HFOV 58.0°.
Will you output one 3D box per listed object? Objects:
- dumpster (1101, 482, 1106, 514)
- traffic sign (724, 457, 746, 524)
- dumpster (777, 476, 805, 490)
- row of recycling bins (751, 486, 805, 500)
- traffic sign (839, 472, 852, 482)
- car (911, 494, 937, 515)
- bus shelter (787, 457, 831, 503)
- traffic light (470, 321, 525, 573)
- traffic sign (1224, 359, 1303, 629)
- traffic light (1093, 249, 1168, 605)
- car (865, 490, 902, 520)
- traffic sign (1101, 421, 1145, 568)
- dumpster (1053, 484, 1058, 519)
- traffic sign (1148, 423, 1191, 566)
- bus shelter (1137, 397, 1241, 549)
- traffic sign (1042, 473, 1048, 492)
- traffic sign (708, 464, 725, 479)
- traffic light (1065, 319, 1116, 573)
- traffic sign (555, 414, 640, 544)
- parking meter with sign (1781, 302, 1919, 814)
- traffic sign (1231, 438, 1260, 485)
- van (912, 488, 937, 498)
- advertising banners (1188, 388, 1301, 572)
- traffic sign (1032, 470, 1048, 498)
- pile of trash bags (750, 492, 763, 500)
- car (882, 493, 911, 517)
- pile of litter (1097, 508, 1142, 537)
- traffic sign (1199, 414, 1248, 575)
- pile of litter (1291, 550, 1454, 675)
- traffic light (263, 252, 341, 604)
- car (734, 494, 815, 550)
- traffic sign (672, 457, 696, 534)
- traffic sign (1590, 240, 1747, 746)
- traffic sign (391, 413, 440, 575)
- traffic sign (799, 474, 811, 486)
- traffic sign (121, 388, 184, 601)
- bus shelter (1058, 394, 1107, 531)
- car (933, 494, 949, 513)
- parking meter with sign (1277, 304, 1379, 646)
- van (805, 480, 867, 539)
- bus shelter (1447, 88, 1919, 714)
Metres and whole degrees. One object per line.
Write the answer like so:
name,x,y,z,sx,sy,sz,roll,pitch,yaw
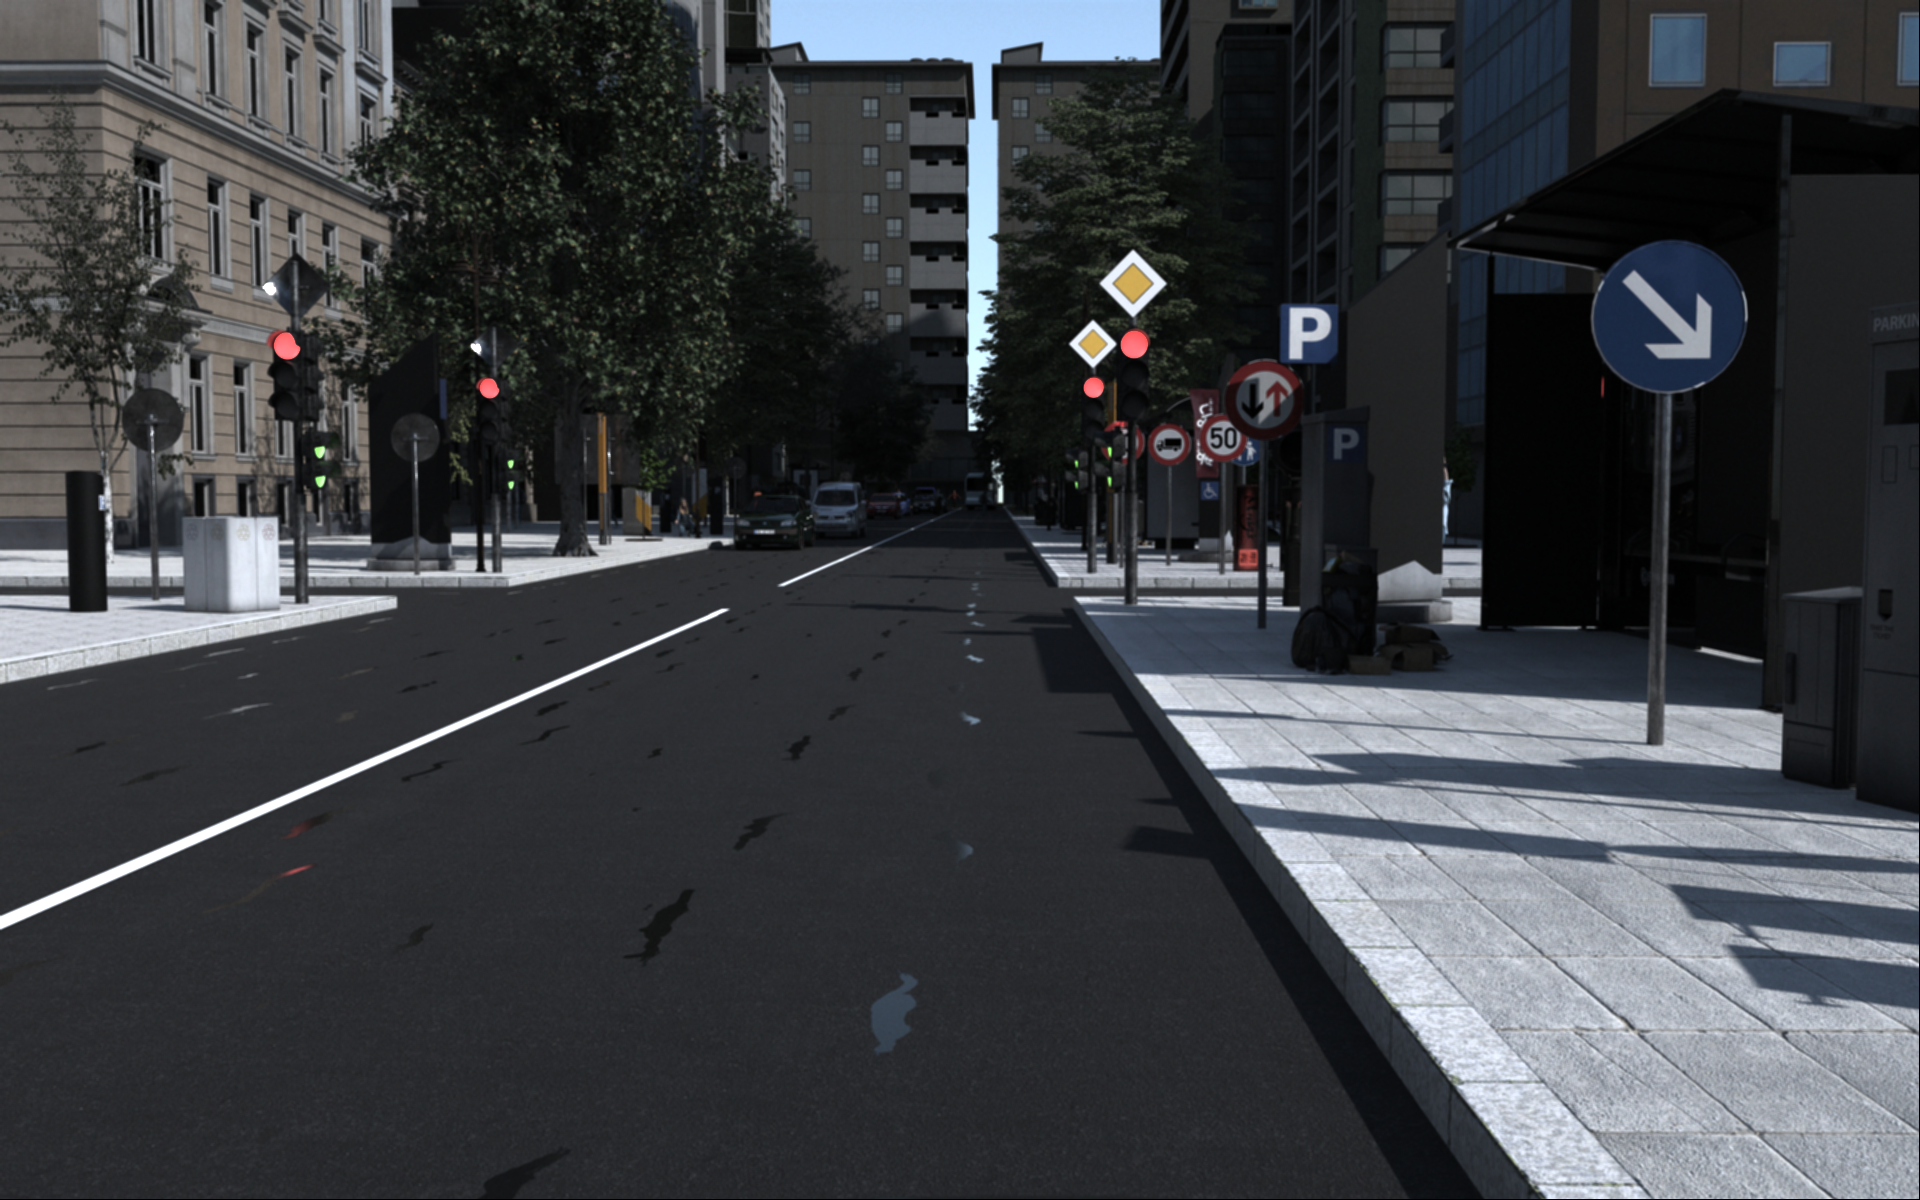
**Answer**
dumpster,6.663,-4.852,81.822,1.502,2.255,1.985,0,4,1
traffic sign,-7.655,-3.601,58.990,0.768,2.556,0.104,0,4,3
dumpster,-9.162,-5.552,93.276,1.502,2.255,1.985,0,4,1
row of recycling bins,-9.023,-4.826,86.010,3.534,1.692,1.069,3,4,39
traffic sign,-6.537,-6.042,98.889,0.768,2.556,0.104,0,4,2
car,-2.397,-6.806,121.062,2.009,1.686,4.222,0,4,2
bus shelter,-8.544,-6.388,98.363,2.014,3.302,5.546,0,4,1
traffic light,-7.539,-2.400,28.156,0.839,4.253,0.868,0,4,1
traffic sign,2.886,-1.001,16.472,0.768,2.556,0.104,0,4,6
traffic light,1.967,-1.901,20.003,0.839,4.253,0.868,0,4,1
car,-4.329,-5.476,98.573,2.155,1.783,4.494,0,4,1
traffic sign,2.805,-1.827,29.983,0.768,2.556,0.104,0,4,5
dumpster,5.370,-5.087,85.667,1.502,2.255,1.985,0,4,1
traffic sign,3.742,-1.890,31.012,0.768,2.556,0.104,1,4,11
bus shelter,5.037,-2.683,37.797,2.014,3.302,5.546,0,4,1
traffic sign,4.876,-6.225,101.885,0.768,2.556,0.104,0,4,7
traffic sign,-10.333,-4.487,73.473,0.768,2.556,0.104,1,4,9
traffic light,2.121,-2.389,27.987,0.839,4.253,0.868,0,4,1
traffic sign,-9.228,-3.068,44.042,2.265,3.308,0.079,1,4,10
parking meter with sign,4.051,-0.653,6.944,0.543,3.016,1.738,-1,4,-14
traffic sign,5.098,-1.900,31.163,0.768,2.556,0.104,0,4,1
van,-3.191,-9.451,158.902,2.240,2.365,5.245,0,4,0
advertising banners,4.798,-1.982,28.598,2.074,3.025,0.090,0,4,1
traffic sign,4.060,-5.360,87.632,0.884,2.594,0.081,0,4,3
pile of trash bags,-8.740,-4.105,76.863,1.912,1.369,3.447,0,4,1
car,-4.104,-6.212,111.158,1.945,1.707,3.694,0,4,3
pile of litter,4.999,-2.344,52.291,1.719,0.858,1.176,1,4,16
traffic sign,4.184,-1.679,27.559,0.768,2.556,0.104,0,4,7
pile of litter,3.153,0.062,12.952,1.719,0.858,1.176,-3,4,-37
traffic light,-7.693,-1.911,20.173,0.839,4.253,0.868,0,4,1
car,-4.856,-2.190,45.588,2.009,1.686,4.222,0,4,2
traffic sign,-8.822,-3.380,55.364,0.768,2.556,0.104,0,4,2
traffic sign,3.561,-0.531,8.792,0.768,2.556,0.104,0,4,3
traffic sign,-8.585,-1.664,27.308,0.768,2.556,0.104,0,4,2
traffic sign,-7.978,-5.329,89.258,0.606,2.300,0.079,1,4,9
traffic sign,-9.701,-1.267,20.817,0.768,2.556,0.104,0,4,3
bus shelter,4.573,-5.302,64.314,2.179,5.291,8.768,0,4,1
car,-1.912,-7.403,132.841,2.131,1.459,4.920,0,4,1
parking meter with sign,3.252,-1.155,15.152,0.543,3.016,1.738,0,4,-4
van,-4.011,-3.047,56.830,2.013,2.044,4.112,0,4,2
bus shelter,5.333,-1.338,13.158,1.731,3.624,6.357,0,4,1
